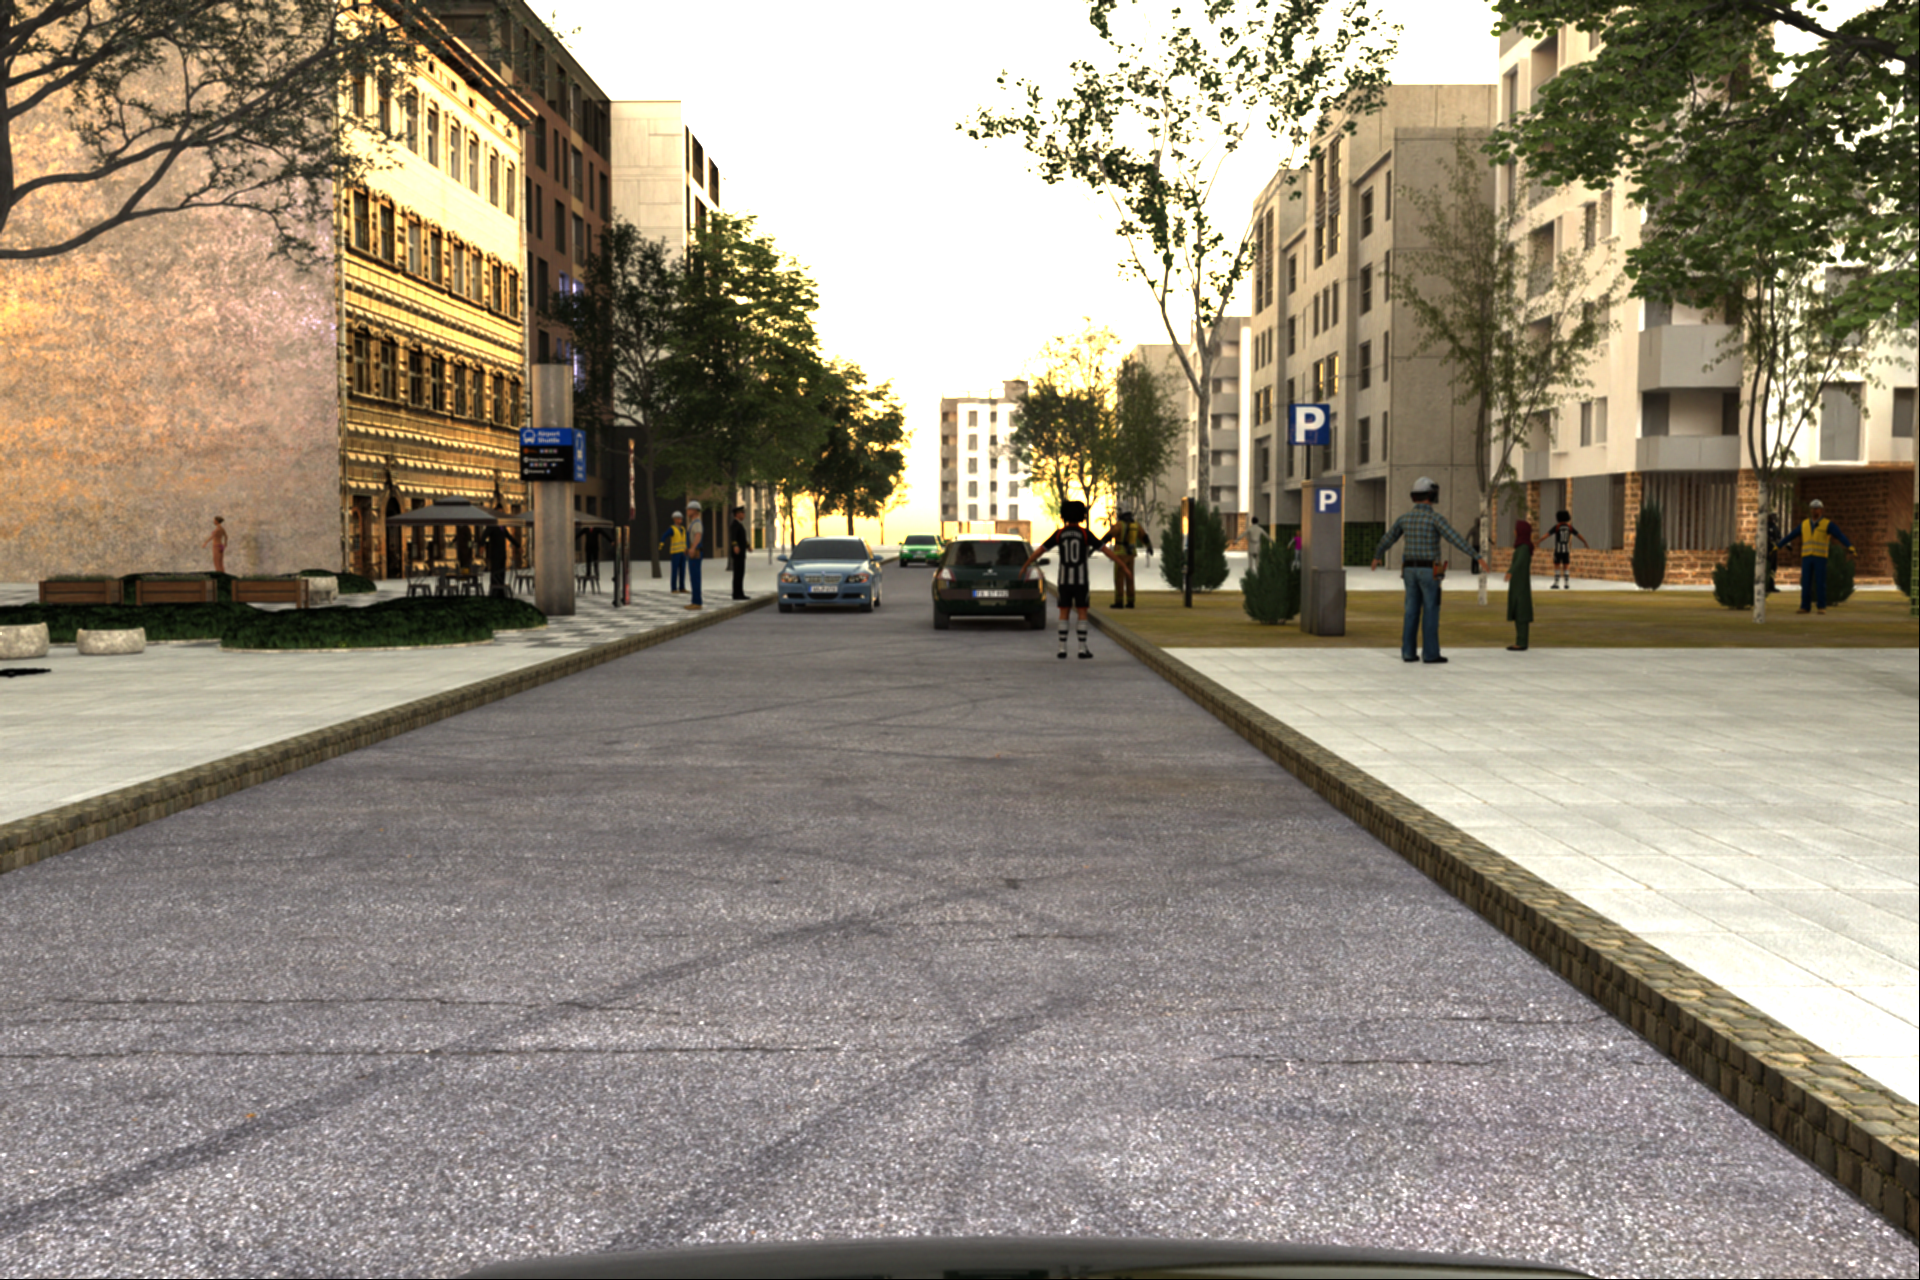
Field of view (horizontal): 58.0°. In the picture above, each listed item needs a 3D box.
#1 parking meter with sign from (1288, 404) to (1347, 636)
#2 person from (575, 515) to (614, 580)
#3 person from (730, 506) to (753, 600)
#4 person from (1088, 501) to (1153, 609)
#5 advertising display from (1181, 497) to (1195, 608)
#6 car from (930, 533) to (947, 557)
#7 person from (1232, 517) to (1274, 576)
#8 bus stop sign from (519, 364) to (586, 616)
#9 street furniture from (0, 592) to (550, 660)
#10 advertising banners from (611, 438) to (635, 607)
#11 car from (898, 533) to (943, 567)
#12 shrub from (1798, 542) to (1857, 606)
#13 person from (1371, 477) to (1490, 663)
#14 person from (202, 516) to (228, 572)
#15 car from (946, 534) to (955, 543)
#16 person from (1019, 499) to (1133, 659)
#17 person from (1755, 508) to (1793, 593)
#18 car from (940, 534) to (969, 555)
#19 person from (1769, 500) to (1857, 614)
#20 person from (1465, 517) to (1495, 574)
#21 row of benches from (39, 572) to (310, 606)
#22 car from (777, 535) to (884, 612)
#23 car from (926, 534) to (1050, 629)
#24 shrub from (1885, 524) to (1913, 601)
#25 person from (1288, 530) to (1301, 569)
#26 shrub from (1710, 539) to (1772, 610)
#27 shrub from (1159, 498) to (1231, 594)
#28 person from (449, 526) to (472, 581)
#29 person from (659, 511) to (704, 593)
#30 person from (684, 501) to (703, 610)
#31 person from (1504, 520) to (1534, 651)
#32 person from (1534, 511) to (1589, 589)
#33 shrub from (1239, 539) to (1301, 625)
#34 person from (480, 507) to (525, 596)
[{"bbox_3d":[4.679,-1.604,22.480,0.543,3.016,1.738,0,3,0],"label":"parking meter with sign"},{"bbox_3d":[-10.177,-2.550,47.882,1.347,1.806,0.705,0,4,-1],"label":"person"},{"bbox_3d":[-4.302,-1.710,33.893,0.705,1.837,1.347,0,4,5],"label":"person"},{"bbox_3d":[2.829,-1.479,29.944,1.354,1.858,0.705,-2,4,-30],"label":"person"},{"bbox_3d":[4.013,-1.548,30.523,0.123,1.923,0.974,0,4,1],"label":"advertising display"},{"bbox_3d":[-1.638,-4.953,89.779,1.959,1.807,4.718,0,4,0],"label":"car"},{"bbox_3d":[9.073,-2.890,53.446,1.347,1.806,0.705,0,4,-8],"label":"person"},{"bbox_3d":[-6.373,-2.334,27.169,0.837,3.901,0.837,0,4,1],"label":"bus stop sign"},{"bbox_3d":[-9.431,-0.294,20.434,10.072,0.657,5.734,-2,4,-32],"label":"street furniture"},{"bbox_3d":[-6.040,-2.142,31.209,0.090,3.025,2.074,0,3,0],"label":"advertising banners"},{"bbox_3d":[-1.722,-4.126,76.257,1.959,1.807,4.718,0,4,0],"label":"car"},{"bbox_3d":[15.480,-1.210,30.905,1.383,1.207,1.383,0,3,0],"label":"shrub"},{"bbox_3d":[4.650,-0.703,17.331,0.704,1.849,1.345,-3,5,-42],"label":"person"},{"bbox_3d":[-18.940,-2.279,44.069,0.721,1.733,1.217,0,4,2],"label":"person"},{"bbox_3d":[0.019,-6.909,122.749,2.009,1.686,4.222,0,3,0],"label":"car"},{"bbox_3d":[1.318,-0.697,20.004,1.345,1.843,0.704,1,4,14],"label":"person"},{"bbox_3d":[17.838,-1.976,38.091,1.354,1.856,0.705,-2,4,-35],"label":"person"},{"bbox_3d":[0.332,-3.134,63.042,2.131,1.459,4.920,0,4,0],"label":"car"},{"bbox_3d":[13.784,-1.345,27.952,0.705,1.833,1.349,-3,5,-44],"label":"person"},{"bbox_3d":[16.573,-3.014,55.413,1.348,1.813,0.705,-2,4,-33],"label":"person"},{"bbox_3d":[-12.658,-0.755,27.800,4.104,0.672,1.422,-1,4,-9],"label":"row of benches"},{"bbox_3d":[-2.448,-1.295,33.175,2.014,1.417,4.499,0,4,0],"label":"car"},{"bbox_3d":[0.449,-1.077,27.400,2.009,1.686,4.222,0,3,0],"label":"car"},{"bbox_3d":[17.948,-1.695,31.755,1.661,2.075,1.752,0,3,0],"label":"shrub"},{"bbox_3d":[11.550,-3.036,58.897,0.991,1.433,0.599,-2,4,-25],"label":"person"},{"bbox_3d":[13.255,-1.119,29.411,1.383,1.207,1.383,0,3,0],"label":"shrub"},{"bbox_3d":[5.079,-2.042,37.426,1.661,2.075,1.752,0,3,0],"label":"shrub"},{"bbox_3d":[-13.639,-2.528,47.475,0.704,1.812,1.346,-3,5,-39],"label":"person"},{"bbox_3d":[-6.046,-1.898,37.490,0.721,1.772,1.216,3,5,40],"label":"person"},{"bbox_3d":[-4.541,-1.444,29.470,0.705,1.847,1.347,-1,4,-13],"label":"person"},{"bbox_3d":[6.149,-0.609,19.172,0.599,1.438,0.989,2,4,26],"label":"person"},{"bbox_3d":[14.124,-2.112,40.667,1.345,1.843,0.704,0,4,0],"label":"person"},{"bbox_3d":[4.429,-0.820,24.520,1.383,1.207,1.383,0,3,0],"label":"shrub"},{"bbox_3d":[-8.844,-1.653,33.252,0.704,1.802,1.346,1,4,21],"label":"person"}]
